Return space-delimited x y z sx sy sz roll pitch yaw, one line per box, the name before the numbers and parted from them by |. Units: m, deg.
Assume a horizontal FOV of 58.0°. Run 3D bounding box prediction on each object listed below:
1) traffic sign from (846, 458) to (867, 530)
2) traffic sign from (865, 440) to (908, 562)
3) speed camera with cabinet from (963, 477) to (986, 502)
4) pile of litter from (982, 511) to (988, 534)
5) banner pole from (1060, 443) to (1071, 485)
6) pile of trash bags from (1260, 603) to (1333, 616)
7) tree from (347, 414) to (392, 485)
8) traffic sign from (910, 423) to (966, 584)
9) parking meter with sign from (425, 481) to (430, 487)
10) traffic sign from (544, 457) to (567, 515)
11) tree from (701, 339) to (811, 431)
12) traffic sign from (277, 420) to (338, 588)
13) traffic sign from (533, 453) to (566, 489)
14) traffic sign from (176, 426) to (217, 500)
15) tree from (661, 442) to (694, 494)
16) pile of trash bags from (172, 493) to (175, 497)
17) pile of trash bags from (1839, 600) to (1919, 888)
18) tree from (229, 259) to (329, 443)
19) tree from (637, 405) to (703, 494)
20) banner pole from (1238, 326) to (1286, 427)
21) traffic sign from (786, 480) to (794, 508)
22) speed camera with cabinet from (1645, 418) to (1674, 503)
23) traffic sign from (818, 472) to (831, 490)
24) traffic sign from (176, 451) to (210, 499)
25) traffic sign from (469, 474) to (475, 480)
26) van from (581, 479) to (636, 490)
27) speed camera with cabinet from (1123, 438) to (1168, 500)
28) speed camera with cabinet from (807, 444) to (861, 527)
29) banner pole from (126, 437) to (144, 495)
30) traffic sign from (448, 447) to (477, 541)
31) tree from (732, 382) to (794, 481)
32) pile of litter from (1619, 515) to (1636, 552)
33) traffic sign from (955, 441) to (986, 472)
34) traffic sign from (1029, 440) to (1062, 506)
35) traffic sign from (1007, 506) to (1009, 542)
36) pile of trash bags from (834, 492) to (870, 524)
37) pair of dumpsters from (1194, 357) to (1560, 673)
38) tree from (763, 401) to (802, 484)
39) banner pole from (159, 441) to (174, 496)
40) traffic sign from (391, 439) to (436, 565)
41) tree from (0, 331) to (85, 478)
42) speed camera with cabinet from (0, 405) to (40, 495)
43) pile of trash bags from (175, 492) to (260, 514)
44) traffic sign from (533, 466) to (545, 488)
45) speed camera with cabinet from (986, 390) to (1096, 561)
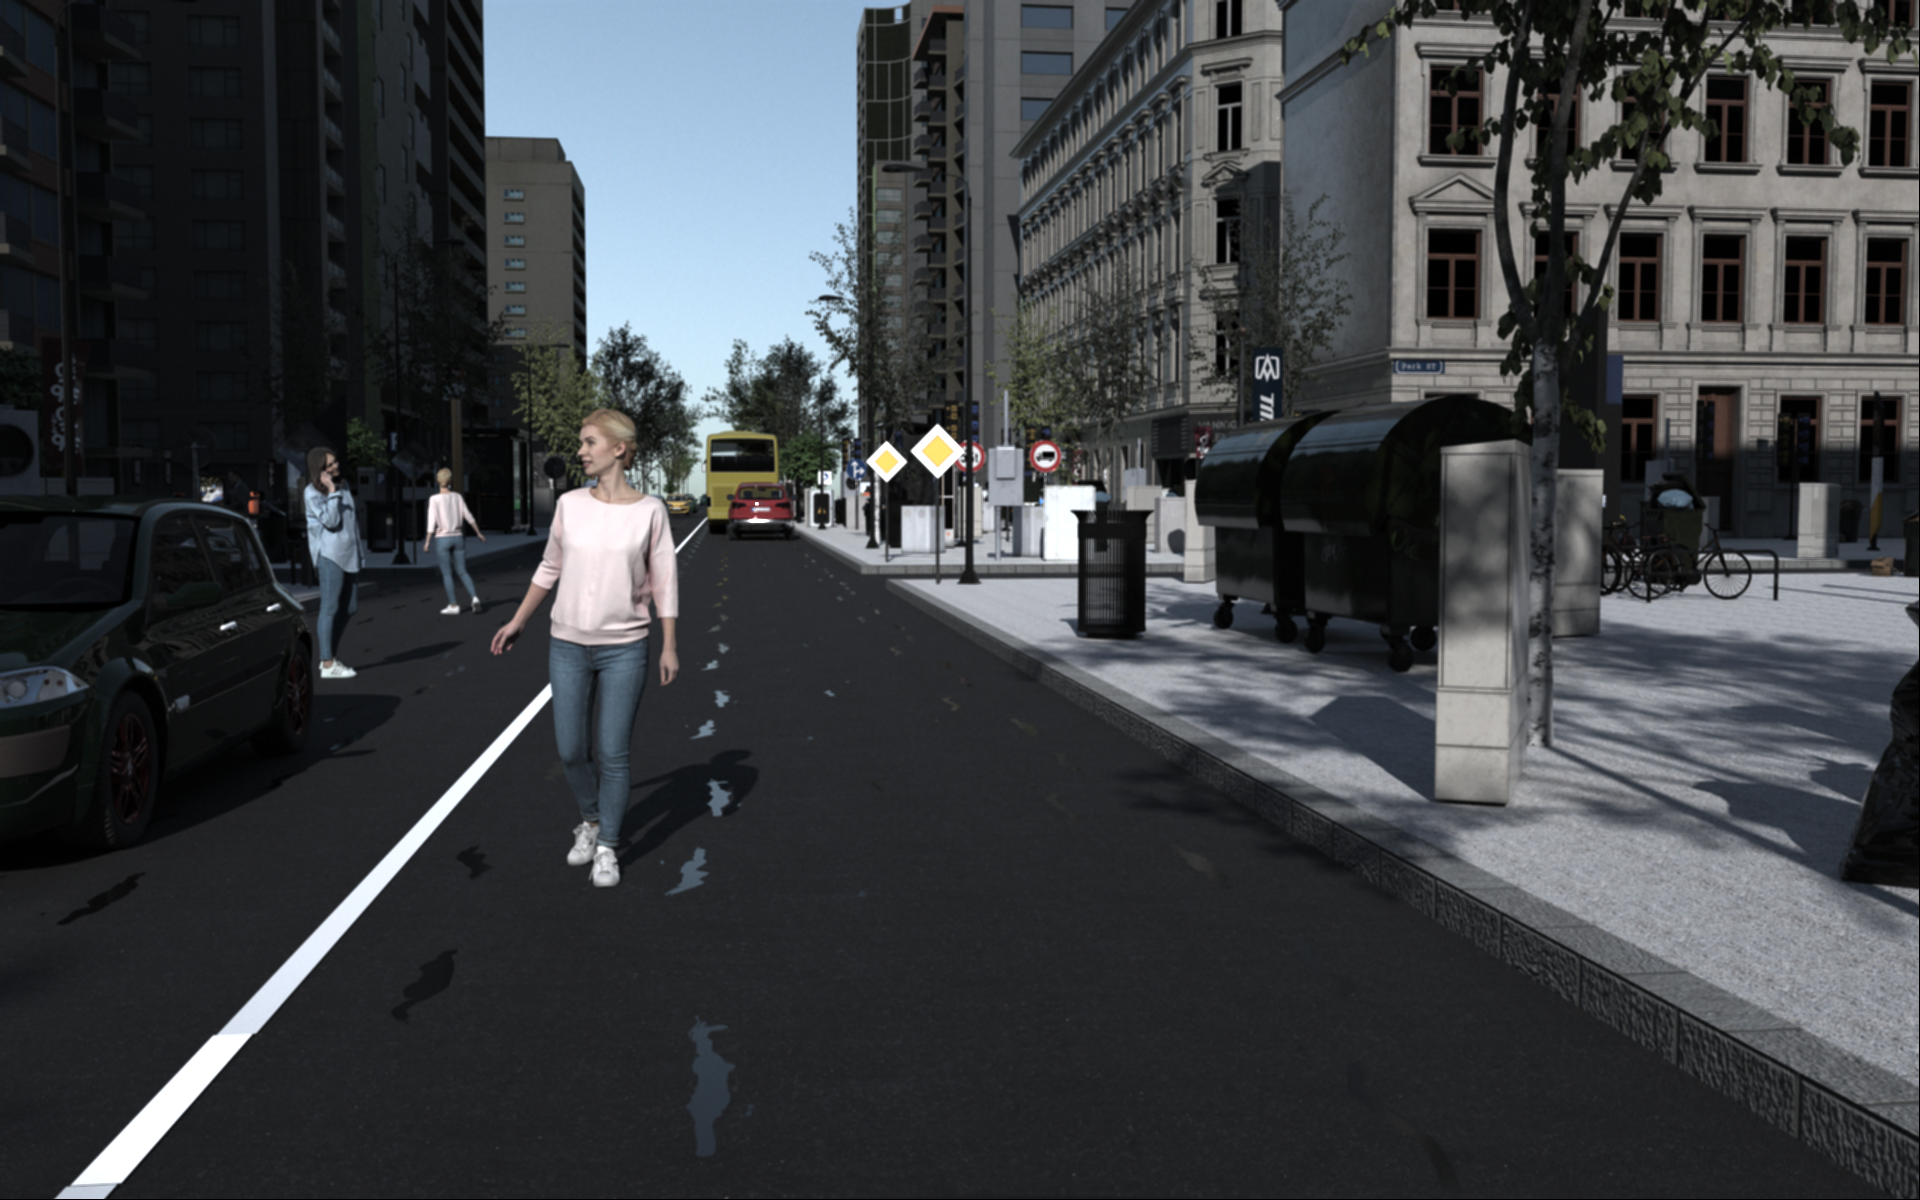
traffic sign | -3.709 -3.791 62.087 0.768 2.556 0.104 0 4 -7
traffic sign | -1.377 -1.767 32.525 0.795 2.450 0.064 0 4 -8
speed camera with cabinet | 1.318 -5.176 78.970 2.038 3.252 0.660 0 4 8
pile of litter | 0.307 -2.613 56.684 1.176 0.858 1.719 0 4 -4
banner pole | 5.221 -5.838 85.461 0.863 3.779 0.401 3 5 44
pile of trash bags | 4.706 -0.598 19.535 1.912 1.369 3.447 2 4 28
tree | -23.328 -5.008 65.594 4.285 4.588 4.351 0 3 0
traffic sign | -0.320 -1.282 24.610 0.795 2.450 0.064 0 4 -8
parking meter with sign | -30.532 -6.253 98.499 1.738 3.016 0.543 0 4 -5
traffic sign | -13.854 -3.620 59.290 0.768 2.556 0.104 0 4 -7
tree | -24.827 -21.800 212.312 12.611 20.169 13.585 0 3 0
traffic sign | -8.841 -1.214 23.496 0.795 2.450 0.064 0 4 -8
traffic sign | -20.571 -5.604 85.499 2.265 3.308 0.079 0 3 0
traffic sign | -14.279 -1.974 32.387 0.768 2.556 0.104 0 4 2
tree | -40.248 -17.996 244.600 4.737 8.622 4.395 0 3 0
pile of trash bags | -34.192 -4.236 79.007 3.447 1.369 1.912 0 4 -2
pile of trash bags | 4.397 0.290 5.006 1.912 1.369 3.447 -2 4 -29
tree | -20.427 -6.345 54.101 4.360 8.622 3.978 0 3 0
tree | -33.081 -16.590 197.003 9.928 11.665 9.643 0 3 0
banner pole | 4.448 -2.200 25.987 0.863 3.779 0.401 0 4 -6
traffic sign | -8.910 -5.662 92.579 0.884 2.594 0.081 0 4 -7
speed camera with cabinet | 18.665 -3.149 45.820 0.660 3.252 2.038 3 4 36
traffic sign | -6.044 -4.609 77.480 0.606 2.300 0.079 0 4 -5
traffic sign | -15.103 -2.086 34.210 0.768 2.556 0.104 0 4 1
traffic sign | -17.890 -3.914 64.103 0.768 2.556 0.104 0 4 -1
van | -9.219 -2.339 45.259 2.013 2.044 4.112 0 4 -8
speed camera with cabinet | 6.693 -4.153 62.244 0.660 3.252 2.038 3 5 43
speed camera with cabinet | -4.935 -4.486 67.687 2.038 3.252 0.660 -1 4 -19
banner pole | -36.596 -5.305 76.746 0.863 3.779 0.401 -3 5 -42
traffic sign | -13.468 -2.865 46.949 0.768 2.556 0.104 0 4 -7
tree | -19.512 -15.618 173.477 7.486 12.596 7.792 0 3 0
pile of litter | 14.410 -1.514 38.724 1.719 0.858 1.176 -2 4 -24
traffic sign | 0.225 -2.523 41.353 0.768 2.556 0.104 0 4 -2
traffic sign | 1.998 -2.479 40.644 0.768 2.556 0.104 0 4 -7
traffic sign | 1.291 -2.727 46.716 0.606 2.300 0.079 0 4 -7
pile of trash bags | -4.584 -4.017 75.425 1.912 1.369 3.447 1 4 20
pair of dumpsters | 3.301 -0.730 14.432 1.574 2.255 4.437 0 4 -8
tree | -13.323 -11.171 133.010 4.737 8.622 4.395 0 3 0
banner pole | -37.672 -5.634 82.131 0.401 3.779 0.863 2 4 32
traffic sign | -9.899 -1.698 31.411 0.795 2.450 0.064 0 4 -8
tree | -18.477 -3.019 33.079 4.285 4.588 4.351 0 3 0
speed camera with cabinet | -21.763 -2.813 40.323 0.660 3.252 2.038 2 4 32
pile of trash bags | -29.423 -3.664 69.665 1.912 1.369 3.447 1 4 17
traffic sign | -19.400 -4.848 79.373 0.768 2.556 0.104 0 4 -2
speed camera with cabinet | 1.578 -2.379 33.230 2.038 3.252 0.660 0 4 4
